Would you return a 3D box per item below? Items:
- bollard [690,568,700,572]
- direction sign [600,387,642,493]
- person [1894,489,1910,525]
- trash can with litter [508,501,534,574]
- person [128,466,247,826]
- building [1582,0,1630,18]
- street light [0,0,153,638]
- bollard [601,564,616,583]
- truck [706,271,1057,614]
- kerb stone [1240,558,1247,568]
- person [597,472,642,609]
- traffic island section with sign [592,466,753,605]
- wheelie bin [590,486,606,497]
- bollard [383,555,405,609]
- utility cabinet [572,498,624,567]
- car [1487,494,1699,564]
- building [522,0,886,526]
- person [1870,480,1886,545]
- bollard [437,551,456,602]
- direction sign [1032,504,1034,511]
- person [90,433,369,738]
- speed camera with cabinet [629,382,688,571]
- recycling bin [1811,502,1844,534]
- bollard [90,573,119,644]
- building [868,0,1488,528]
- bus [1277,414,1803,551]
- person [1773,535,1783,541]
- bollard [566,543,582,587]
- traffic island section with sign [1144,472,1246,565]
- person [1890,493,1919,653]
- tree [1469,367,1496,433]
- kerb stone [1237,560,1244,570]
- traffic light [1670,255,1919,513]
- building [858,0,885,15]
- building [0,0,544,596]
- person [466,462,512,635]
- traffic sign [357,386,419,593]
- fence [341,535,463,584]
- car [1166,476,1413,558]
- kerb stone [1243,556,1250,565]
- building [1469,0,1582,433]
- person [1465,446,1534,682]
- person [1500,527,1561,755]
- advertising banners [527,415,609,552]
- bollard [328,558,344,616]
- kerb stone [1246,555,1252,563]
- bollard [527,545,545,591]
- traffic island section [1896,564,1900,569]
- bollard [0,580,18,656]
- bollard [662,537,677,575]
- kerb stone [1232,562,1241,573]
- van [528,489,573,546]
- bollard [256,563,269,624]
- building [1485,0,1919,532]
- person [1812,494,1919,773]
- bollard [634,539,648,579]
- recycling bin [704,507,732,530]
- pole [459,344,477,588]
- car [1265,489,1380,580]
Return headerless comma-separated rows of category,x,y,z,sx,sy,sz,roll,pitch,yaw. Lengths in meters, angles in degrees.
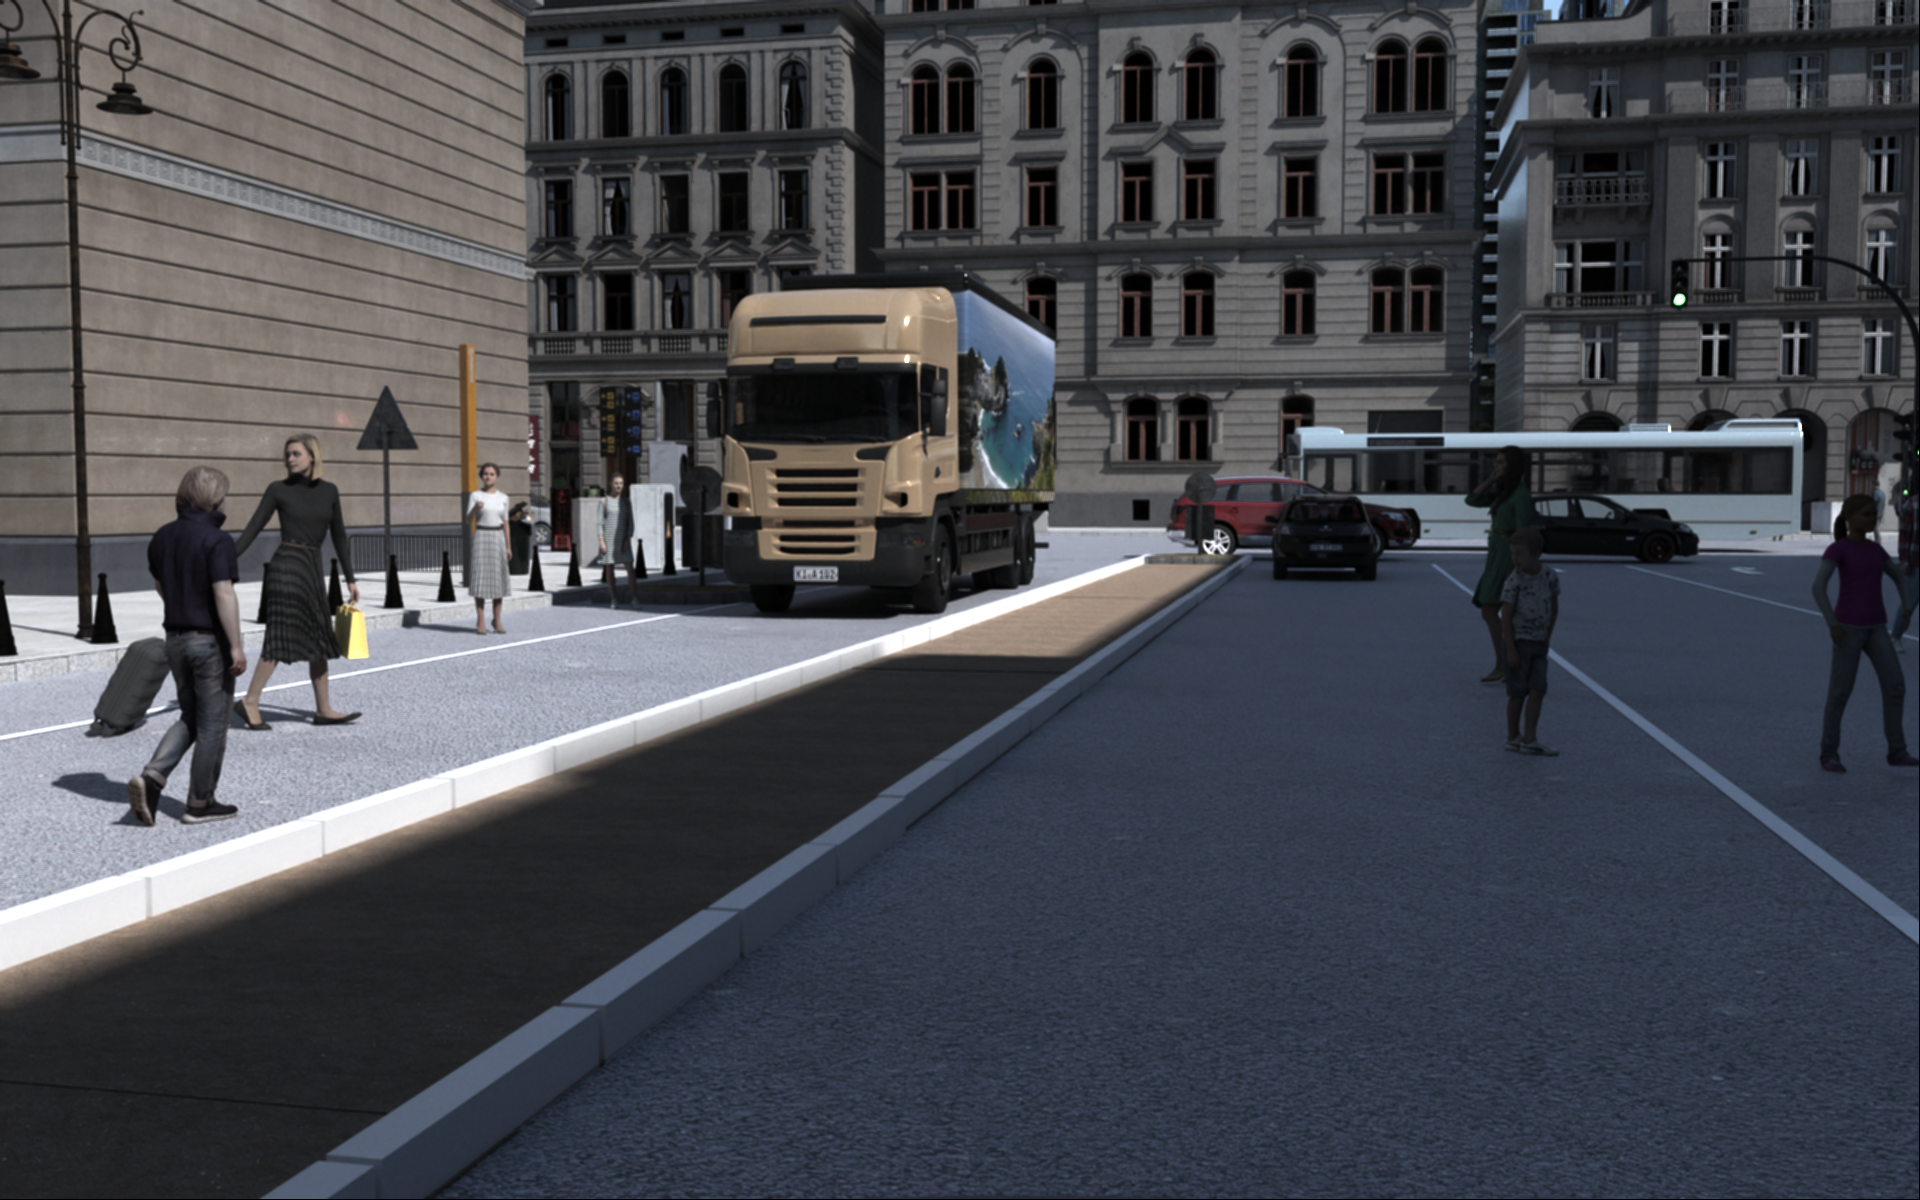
bollard,-4.359,-0.771,28.644,0.229,0.601,0.229,0,3,0
direction sign,-7.168,-2.731,36.652,0.876,3.537,0.379,0,4,3
person,23.069,-1.929,42.252,0.429,1.552,0.499,-1,4,-10
trash can with litter,-7.305,-0.982,27.439,1.055,1.170,0.624,-1,4,-19
person,-3.392,0.193,7.556,0.471,1.553,0.569,-2,4,-28
building,65.367,-52.019,163.184,22.319,86.520,31.000,1,4,12
street light,-7.812,-2.600,15.305,0.468,5.910,1.993,1,4,12
bollard,-5.121,-0.561,25.207,0.229,0.601,0.229,0,3,0
truck,-0.659,-2.164,24.293,2.839,4.237,11.283,1,4,11
kerb stone,5.334,-0.659,32.973,0.120,0.150,1.000,1,4,12
person,-4.281,-0.741,21.617,0.512,1.701,0.522,-2,4,-25
traffic island section with sign,-3.654,-0.905,23.418,1.989,1.847,2.006,1,4,12
wheelie bin,-13.950,-3.569,66.264,0.980,1.594,0.693,3,5,45
bollard,-6.375,-0.211,19.485,0.229,0.601,0.229,0,3,0
utility cabinet,-6.415,-1.213,31.001,1.020,1.237,0.306,-3,5,-39
car,13.374,-1.644,36.661,4.222,1.686,2.009,1,4,13
building,-12.613,-14.954,73.379,19.941,23.489,11.050,1,4,12
person,24.197,-2.272,45.779,0.598,1.807,0.434,-2,4,-27
bollard,-6.121,-0.280,20.627,0.229,0.601,0.229,0,3,0
direction sign,2.688,-4.402,63.975,0.379,3.537,0.876,-1,4,-19
person,-4.407,-0.112,10.548,1.509,1.804,0.699,0,4,-7
speed camera with cabinet,-5.178,-2.173,29.870,0.660,3.252,2.038,0,4,4
recycling bin,27.824,-2.629,55.537,0.722,1.027,0.722,-2,4,-30
bollard,-7.376,0.069,14.910,0.229,0.601,0.229,0,3,0
building,9.151,-17.343,70.949,23.554,28.519,14.401,1,4,12
bus,14.089,-3.026,44.339,13.247,3.499,2.948,1,4,12
person,25.189,-2.707,53.109,0.623,1.781,0.721,1,4,10
bollard,-5.365,-0.491,24.064,0.229,0.601,0.229,0,3,0
traffic island section with sign,4.929,-1.701,35.955,2.006,1.907,1.989,1,4,12
person,8.660,-0.375,15.473,0.563,1.720,0.643,0,4,4
tree,41.490,-12.692,129.566,6.751,12.117,7.091,0,3,0
kerb stone,5.105,-0.595,31.974,0.120,0.150,1.000,1,4,12
traffic light,15.979,-3.570,33.035,4.771,5.953,1.251,1,4,12
building,4.478,-42.824,138.428,20.563,71.187,20.611,1,4,12
building,-19.153,-14.881,29.208,20.117,28.700,13.634,1,4,12
person,-4.791,-0.527,17.682,0.480,1.755,0.524,-3,4,-36
traffic sign,-6.890,-1.273,20.819,0.884,2.594,0.081,1,4,19
fence,-8.007,-0.595,25.104,2.069,0.683,0.278,1,4,17
car,7.194,-1.793,37.982,5.304,1.827,2.281,1,4,11
kerb stone,5.549,-0.720,33.975,0.120,0.150,1.000,1,4,12
building,61.959,-55.740,224.025,31.000,86.520,22.319,1,4,12
person,4.148,-0.263,13.044,0.529,1.795,0.600,-1,4,-14
person,3.158,0.221,9.571,0.332,1.250,0.352,2,4,27
advertising banners,-8.871,-2.596,38.628,2.074,3.025,0.090,-2,4,-27
bollard,-6.622,-0.141,18.340,0.229,0.601,0.229,0,3,0
kerb stone,5.766,-0.781,34.977,0.120,0.150,1.000,1,4,12
bollard,-5.612,-0.421,22.922,0.229,0.601,0.229,0,3,0
traffic island section,18.078,-0.645,32.833,2.009,0.180,2.903,1,4,12
bollard,-7.625,0.139,13.767,0.229,0.601,0.229,0,3,0
bollard,-4.612,-0.700,27.495,0.229,0.601,0.229,0,3,0
kerb stone,4.894,-0.536,30.971,0.120,0.150,1.000,1,4,12
van,-12.781,-2.579,49.172,4.112,2.044,2.013,1,4,11
bollard,-6.874,-0.071,17.195,0.229,0.601,0.229,0,3,0
building,32.448,-13.598,64.134,24.055,21.916,13.314,1,4,12
person,4.684,0.180,8.800,0.726,1.435,0.776,-1,4,-14
bollard,-4.863,-0.630,26.346,0.229,0.601,0.229,0,3,0
recycling bin,-4.452,-1.273,33.369,0.722,1.027,0.722,3,4,36
pole,-6.721,-1.827,23.712,0.158,3.312,0.155,0,3,0
car,6.351,-1.256,30.316,2.009,1.686,4.222,1,4,10
